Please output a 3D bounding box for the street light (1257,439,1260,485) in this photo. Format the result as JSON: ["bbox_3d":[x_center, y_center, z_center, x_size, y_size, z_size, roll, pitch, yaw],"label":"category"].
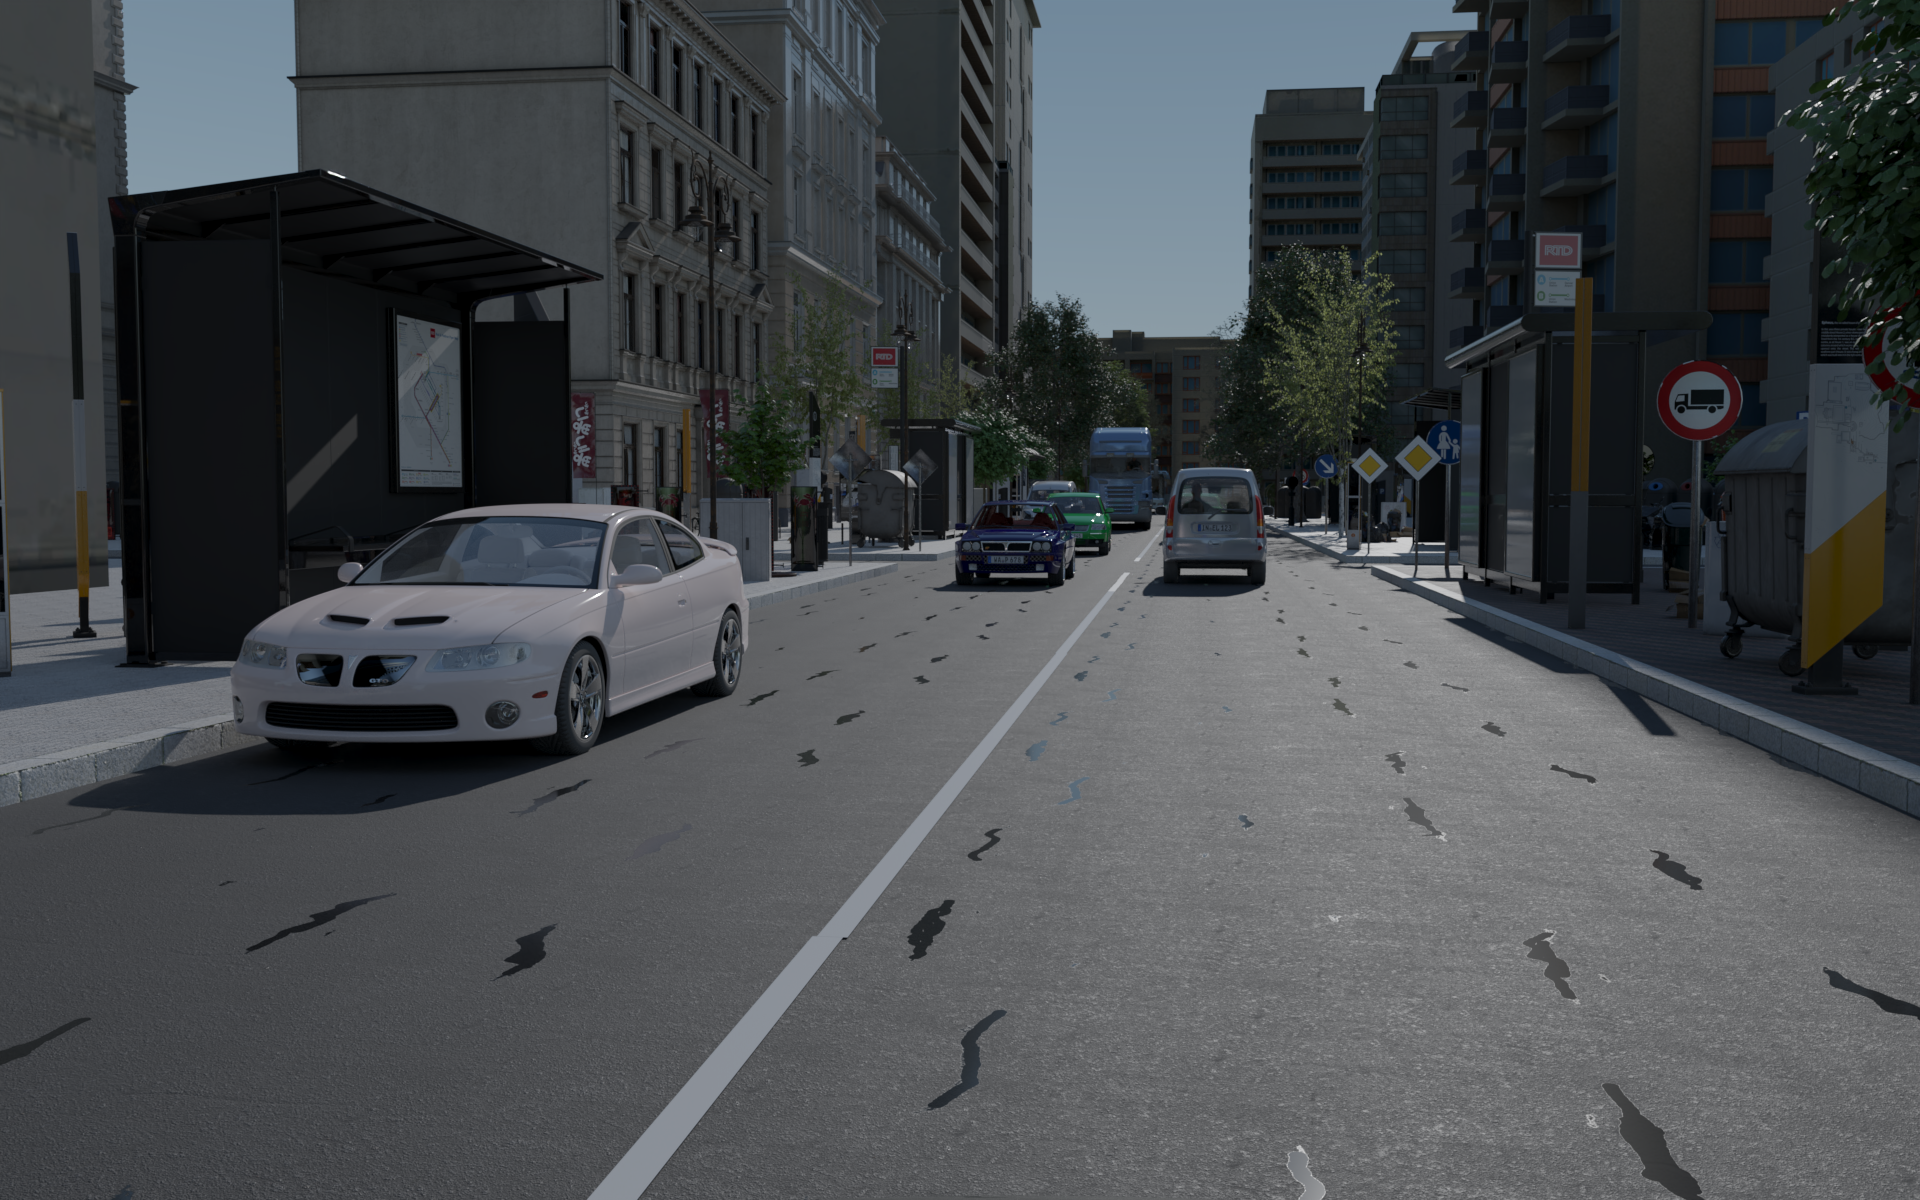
[{"bbox_3d":[19.014,-8.430,110.617,0.468,5.910,1.993,0,4,8],"label":"street light"}]

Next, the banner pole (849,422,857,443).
[{"bbox_3d":[-3.671,-4.295,60.243,0.401,3.779,0.863,-2,4,-30],"label":"banner pole"}]

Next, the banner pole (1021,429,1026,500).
[{"bbox_3d":[2.439,-4.682,66.564,0.401,3.779,0.863,1,4,15],"label":"banner pole"}]

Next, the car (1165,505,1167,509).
[{"bbox_3d":[7.079,-2.635,51.878,1.959,1.807,4.718,0,4,8],"label":"car"}]

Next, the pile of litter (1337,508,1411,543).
[{"bbox_3d":[10.917,-1.973,46.225,1.176,0.858,1.719,-2,4,-26],"label":"pile of litter"}]

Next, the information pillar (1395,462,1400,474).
[{"bbox_3d":[28.001,-7.292,110.581,0.504,3.616,0.183,2,4,33],"label":"information pillar"}]

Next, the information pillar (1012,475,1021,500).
[{"bbox_3d":[2.089,-3.727,65.421,0.304,2.012,0.304,2,4,28],"label":"information pillar"}]

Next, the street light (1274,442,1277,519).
[{"bbox_3d":[16.139,-7.068,88.355,0.468,5.910,1.993,0,4,8],"label":"street light"}]

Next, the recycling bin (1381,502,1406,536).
[{"bbox_3d":[13.377,-2.500,53.427,0.722,1.027,0.722,1,4,18],"label":"recycling bin"}]

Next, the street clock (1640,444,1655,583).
[{"bbox_3d":[9.787,-1.256,25.098,0.471,2.002,0.358,-1,4,-19],"label":"street clock"}]

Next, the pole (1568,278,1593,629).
[{"bbox_3d":[5.902,-1.384,16.477,0.158,3.312,0.155,0,3,0],"label":"pole"}]

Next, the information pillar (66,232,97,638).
[{"bbox_3d":[-7.838,-1.471,15.405,0.183,3.616,0.504,-2,4,-29],"label":"information pillar"}]

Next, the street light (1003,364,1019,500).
[{"bbox_3d":[1.822,-5.446,61.826,0.468,5.910,1.993,0,4,8],"label":"street light"}]

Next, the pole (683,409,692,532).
[{"bbox_3d":[-6.559,-2.923,41.628,0.158,3.312,0.155,0,3,0],"label":"pole"}]

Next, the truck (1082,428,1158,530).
[{"bbox_3d":[7.155,-5.282,76.123,2.967,4.110,18.799,0,4,6],"label":"truck"}]

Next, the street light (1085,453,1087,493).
[{"bbox_3d":[7.703,-8.143,105.930,0.468,5.910,1.993,0,4,8],"label":"street light"}]

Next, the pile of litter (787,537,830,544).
[{"bbox_3d":[-3.908,-1.892,44.902,1.176,0.858,1.719,0,4,5],"label":"pile of litter"}]

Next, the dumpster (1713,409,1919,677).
[{"bbox_3d":[6.443,-0.426,12.727,1.264,1.857,1.865,0,4,7],"label":"dumpster"}]

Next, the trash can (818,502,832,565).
[{"bbox_3d":[-2.695,-1.209,31.415,0.748,1.137,0.748,0,3,0],"label":"trash can"}]

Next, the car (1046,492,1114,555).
[{"bbox_3d":[2.774,-2.039,42.128,1.959,1.807,4.718,0,4,6],"label":"car"}]

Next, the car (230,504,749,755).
[{"bbox_3d":[-2.736,0.076,11.127,2.083,1.381,4.827,1,4,9],"label":"car"}]

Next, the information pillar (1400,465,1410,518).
[{"bbox_3d":[24.405,-6.307,94.471,0.504,3.616,0.183,1,4,19],"label":"information pillar"}]

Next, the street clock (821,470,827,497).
[{"bbox_3d":[-4.161,-2.841,51.023,0.471,2.002,0.358,2,4,25],"label":"street clock"}]

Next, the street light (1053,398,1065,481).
[{"bbox_3d":[4.811,-6.794,83.872,0.468,5.910,1.993,0,4,8],"label":"street light"}]

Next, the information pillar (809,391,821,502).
[{"bbox_3d":[-3.330,-2.958,39.722,0.183,3.616,0.504,1,4,17],"label":"information pillar"}]

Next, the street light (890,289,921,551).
[{"bbox_3d":[-1.223,-4.066,39.268,0.468,5.910,1.993,0,4,8],"label":"street light"}]

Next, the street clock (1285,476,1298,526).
[{"bbox_3d":[13.384,-3.995,69.890,0.471,2.002,0.358,-1,4,-22],"label":"street clock"}]

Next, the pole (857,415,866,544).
[{"bbox_3d":[-2.549,-3.116,44.792,0.158,3.312,0.155,0,3,0],"label":"pole"}]

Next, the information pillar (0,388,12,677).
[{"bbox_3d":[-6.857,-0.466,12.107,0.304,2.012,0.304,-3,5,-41],"label":"information pillar"}]

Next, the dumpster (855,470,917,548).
[{"bbox_3d":[-1.791,-2.207,41.835,1.264,1.857,1.865,0,4,8],"label":"dumpster"}]

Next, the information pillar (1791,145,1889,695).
[{"bbox_3d":[5.648,-1.204,11.038,0.504,3.616,0.183,0,4,0],"label":"information pillar"}]

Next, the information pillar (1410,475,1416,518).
[{"bbox_3d":[18.896,-4.900,71.469,0.183,3.616,0.504,-1,4,-12],"label":"information pillar"}]

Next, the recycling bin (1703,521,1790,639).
[{"bbox_3d":[7.260,-0.199,15.804,0.722,1.027,0.722,3,4,38],"label":"recycling bin"}]

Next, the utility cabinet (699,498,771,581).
[{"bbox_3d":[-3.314,-0.882,25.578,1.020,1.237,0.306,0,4,0],"label":"utility cabinet"}]

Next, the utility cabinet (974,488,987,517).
[{"bbox_3d":[0.422,-3.465,65.324,1.173,1.500,0.318,1,4,16],"label":"utility cabinet"}]

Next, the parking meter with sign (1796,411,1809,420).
[{"bbox_3d":[18.543,-2.465,36.561,1.738,3.016,0.543,-1,4,-14],"label":"parking meter with sign"}]

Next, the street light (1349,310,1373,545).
[{"bbox_3d":[10.110,-4.342,43.783,0.468,5.910,1.993,0,4,8],"label":"street light"}]

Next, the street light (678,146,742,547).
[{"bbox_3d":[-3.359,-3.100,23.470,0.468,5.910,1.993,0,4,8],"label":"street light"}]

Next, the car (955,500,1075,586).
[{"bbox_3d":[0.949,-0.970,28.441,1.945,1.354,3.894,0,4,7],"label":"car"}]

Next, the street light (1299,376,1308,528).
[{"bbox_3d":[13.098,-5.720,66.316,0.468,5.910,1.993,0,4,8],"label":"street light"}]

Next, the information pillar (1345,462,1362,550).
[{"bbox_3d":[9.084,-2.164,39.881,0.304,2.012,0.304,1,4,21],"label":"information pillar"}]

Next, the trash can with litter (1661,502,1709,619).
[{"bbox_3d":[7.793,-0.386,17.691,1.055,1.170,0.624,2,4,32],"label":"trash can with litter"}]
